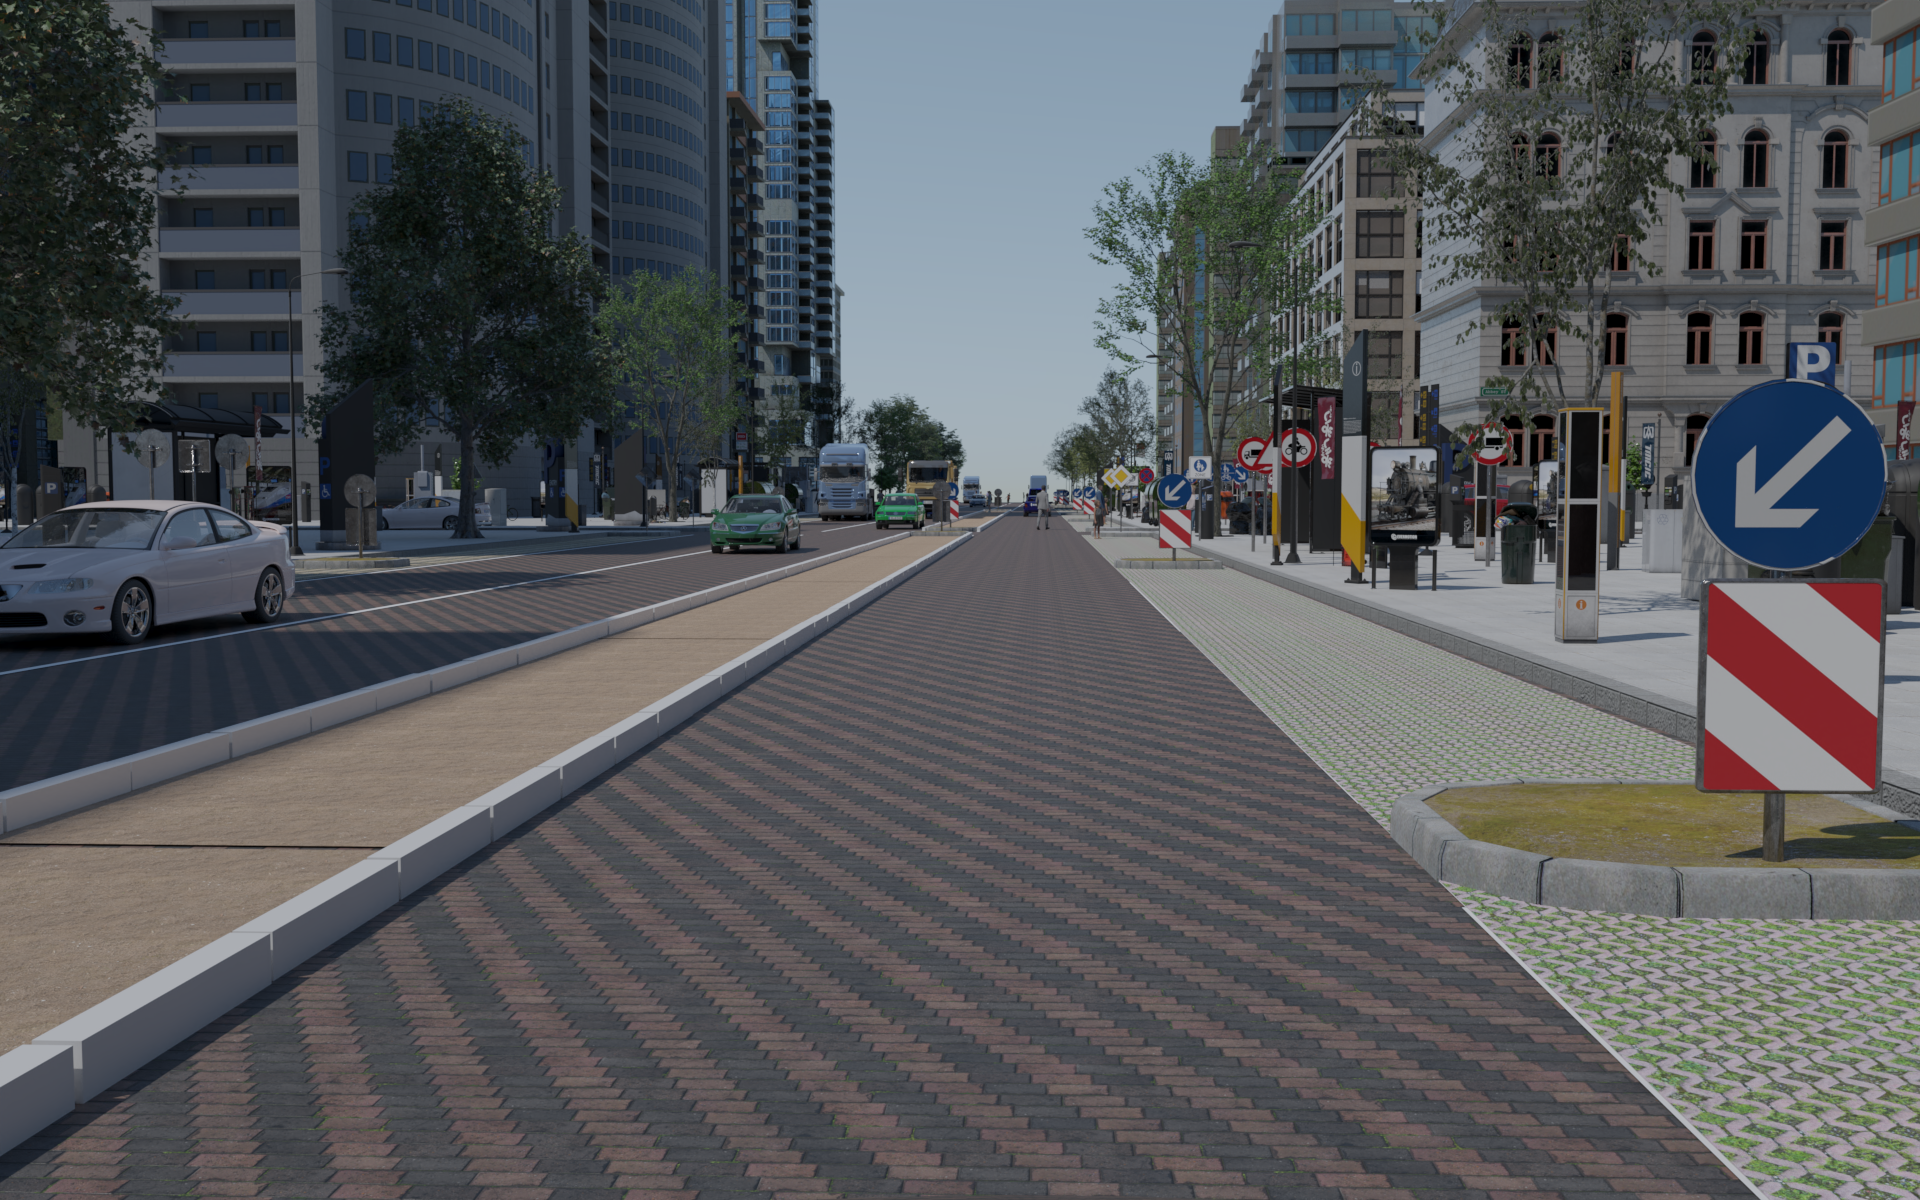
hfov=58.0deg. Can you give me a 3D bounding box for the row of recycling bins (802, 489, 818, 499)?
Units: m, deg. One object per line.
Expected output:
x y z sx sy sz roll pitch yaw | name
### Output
-11.459 -7.633 131.910 3.534 1.692 1.069 -2 4 -28 | row of recycling bins

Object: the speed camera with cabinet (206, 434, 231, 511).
-23.320 -3.681 54.520 0.660 3.252 2.038 -2 4 -33 | speed camera with cabinet

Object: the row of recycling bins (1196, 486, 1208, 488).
11.848 -5.111 90.673 3.534 1.692 1.069 -2 4 -23 | row of recycling bins

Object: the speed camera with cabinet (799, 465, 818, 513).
-10.237 -7.499 116.942 0.660 3.252 2.038 1 4 16 | speed camera with cabinet

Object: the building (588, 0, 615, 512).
-35.134 -42.244 128.935 20.563 71.187 20.611 0 4 3 | building

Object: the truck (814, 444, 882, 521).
-5.955 -6.633 98.215 2.967 4.110 18.799 0 4 1 | truck

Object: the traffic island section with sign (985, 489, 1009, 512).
3.095 -8.164 141.618 2.006 1.907 1.989 0 4 3 | traffic island section with sign

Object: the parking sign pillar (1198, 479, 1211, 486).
15.439 -7.279 107.484 1.447 3.967 1.447 0 4 -6 | parking sign pillar

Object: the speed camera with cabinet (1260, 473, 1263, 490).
20.534 -7.732 120.754 0.660 3.252 2.038 -1 4 -10 | speed camera with cabinet

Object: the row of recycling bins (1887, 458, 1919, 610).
11.182 -0.809 20.332 1.069 1.692 3.534 1 4 10 | row of recycling bins

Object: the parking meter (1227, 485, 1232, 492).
16.266 -6.065 104.873 0.255 1.863 0.399 -3 5 -43 | parking meter

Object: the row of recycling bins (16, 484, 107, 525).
-37.362 -3.961 71.869 3.534 1.692 1.069 -1 4 -22 | row of recycling bins

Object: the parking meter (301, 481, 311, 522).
-29.692 -4.462 78.667 0.399 1.863 0.255 2 4 30 | parking meter

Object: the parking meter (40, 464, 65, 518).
-17.968 -1.750 34.326 0.399 1.863 0.255 -1 4 -23 | parking meter

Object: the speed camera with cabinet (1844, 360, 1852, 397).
12.650 -1.952 26.253 0.660 3.252 2.038 -2 4 -30 | speed camera with cabinet

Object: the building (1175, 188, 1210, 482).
38.253 -36.518 247.172 14.600 45.320 14.200 0 4 3 | building

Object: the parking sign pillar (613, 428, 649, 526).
-13.411 -5.022 70.585 1.447 3.967 1.447 1 4 18 | parking sign pillar

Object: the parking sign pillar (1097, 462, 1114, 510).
11.706 -9.227 139.330 1.447 3.967 1.447 0 4 7 | parking sign pillar

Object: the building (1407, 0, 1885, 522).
35.292 -18.213 85.178 23.554 28.519 14.401 0 4 3 | building

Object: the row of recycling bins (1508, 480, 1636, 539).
17.536 -2.608 49.748 3.534 1.692 1.069 0 4 2 | row of recycling bins

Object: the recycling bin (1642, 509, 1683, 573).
11.608 -0.966 28.342 0.722 1.027 0.722 1 4 10 | recycling bin

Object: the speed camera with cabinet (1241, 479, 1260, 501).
17.179 -6.720 104.206 0.660 3.252 2.038 -1 4 -13 | speed camera with cabinet

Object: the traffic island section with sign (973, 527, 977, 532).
-0.322 -3.573 66.557 2.006 1.907 1.989 0 4 3 | traffic island section with sign

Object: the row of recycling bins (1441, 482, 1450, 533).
15.054 -3.115 58.050 3.534 1.692 1.069 1 4 22 | row of recycling bins

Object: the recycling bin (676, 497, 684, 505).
-21.265 -7.242 130.964 0.722 1.027 0.722 -3 5 -42 | recycling bin

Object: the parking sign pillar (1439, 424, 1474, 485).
18.969 -4.757 66.256 1.447 3.967 1.447 -1 4 -10 | parking sign pillar

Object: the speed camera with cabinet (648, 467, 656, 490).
-23.096 -8.149 127.574 0.660 3.252 2.038 3 5 44 | speed camera with cabinet

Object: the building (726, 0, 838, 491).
-29.059 -57.704 256.124 22.319 86.520 31.000 0 4 3 | building

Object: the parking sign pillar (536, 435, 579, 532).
-13.822 -4.338 59.398 1.447 3.967 1.447 -2 4 -33 | parking sign pillar

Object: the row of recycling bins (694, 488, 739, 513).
-16.259 -6.705 116.747 3.534 1.692 1.069 -2 4 -29 | row of recycling bins

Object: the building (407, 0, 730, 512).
-33.973 -37.597 156.706 21.231 58.520 28.212 0 4 3 | building

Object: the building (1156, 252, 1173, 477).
40.099 -37.246 292.565 14.154 41.232 14.086 0 4 3 | building

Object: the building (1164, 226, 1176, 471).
43.631 -39.743 269.413 23.786 49.044 30.456 0 4 3 | building

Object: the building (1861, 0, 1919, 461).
35.965 -11.219 28.468 27.650 21.520 28.899 0 4 3 | building

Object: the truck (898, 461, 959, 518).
-1.624 -6.504 102.256 3.469 3.379 9.791 0 4 3 | truck

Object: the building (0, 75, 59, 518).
-65.563 -47.692 92.435 31.000 86.520 22.319 0 4 3 | building

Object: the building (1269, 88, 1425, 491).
34.022 -19.504 123.401 19.350 26.468 34.151 0 4 3 | building

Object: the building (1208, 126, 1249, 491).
34.975 -31.290 195.179 14.154 41.232 14.086 0 4 3 | building

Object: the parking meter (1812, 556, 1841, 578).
7.580 -0.422 15.305 0.372 1.533 0.369 0 3 0 | parking meter

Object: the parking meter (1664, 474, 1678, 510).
20.890 -2.766 50.934 0.399 1.863 0.255 -3 5 -45 | parking meter

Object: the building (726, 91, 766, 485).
-33.009 -32.491 185.846 22.147 44.769 28.867 0 4 3 | building

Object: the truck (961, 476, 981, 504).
2.175 -16.814 264.670 2.967 4.110 18.799 0 4 4 | truck

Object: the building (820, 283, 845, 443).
-32.537 -36.311 285.562 32.217 40.220 23.993 0 4 3 | building

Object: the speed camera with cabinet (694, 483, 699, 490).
-20.505 -8.940 140.500 2.038 3.252 0.660 -2 4 -27 | speed camera with cabinet

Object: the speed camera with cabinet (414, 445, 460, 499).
-21.005 -4.635 70.123 2.038 3.252 0.660 -1 4 -10 | speed camera with cabinet

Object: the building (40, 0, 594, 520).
-34.758 -33.940 96.920 21.231 58.520 28.212 0 4 3 | building

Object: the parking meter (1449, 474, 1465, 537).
14.744 -2.793 51.375 0.399 1.863 0.255 3 5 43 | parking meter

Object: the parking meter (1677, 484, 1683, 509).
18.328 -2.166 43.822 0.372 1.533 0.369 0 3 0 | parking meter

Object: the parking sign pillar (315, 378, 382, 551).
-14.114 -3.143 39.858 1.447 3.967 1.447 2 4 27 | parking sign pillar

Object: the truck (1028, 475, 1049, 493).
10.959 -15.418 241.850 2.967 4.110 18.799 0 4 3 | truck

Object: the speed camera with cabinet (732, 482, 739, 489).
-16.997 -8.312 130.240 0.660 3.252 2.038 1 4 9 | speed camera with cabinet

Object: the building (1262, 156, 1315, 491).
33.228 -23.179 150.680 14.160 30.474 14.107 0 4 3 | building

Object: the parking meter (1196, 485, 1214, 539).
7.018 -2.490 49.120 0.372 1.533 0.369 0 3 0 | parking meter

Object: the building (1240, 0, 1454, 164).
39.791 -33.800 172.242 23.786 49.044 30.456 0 4 3 | building
